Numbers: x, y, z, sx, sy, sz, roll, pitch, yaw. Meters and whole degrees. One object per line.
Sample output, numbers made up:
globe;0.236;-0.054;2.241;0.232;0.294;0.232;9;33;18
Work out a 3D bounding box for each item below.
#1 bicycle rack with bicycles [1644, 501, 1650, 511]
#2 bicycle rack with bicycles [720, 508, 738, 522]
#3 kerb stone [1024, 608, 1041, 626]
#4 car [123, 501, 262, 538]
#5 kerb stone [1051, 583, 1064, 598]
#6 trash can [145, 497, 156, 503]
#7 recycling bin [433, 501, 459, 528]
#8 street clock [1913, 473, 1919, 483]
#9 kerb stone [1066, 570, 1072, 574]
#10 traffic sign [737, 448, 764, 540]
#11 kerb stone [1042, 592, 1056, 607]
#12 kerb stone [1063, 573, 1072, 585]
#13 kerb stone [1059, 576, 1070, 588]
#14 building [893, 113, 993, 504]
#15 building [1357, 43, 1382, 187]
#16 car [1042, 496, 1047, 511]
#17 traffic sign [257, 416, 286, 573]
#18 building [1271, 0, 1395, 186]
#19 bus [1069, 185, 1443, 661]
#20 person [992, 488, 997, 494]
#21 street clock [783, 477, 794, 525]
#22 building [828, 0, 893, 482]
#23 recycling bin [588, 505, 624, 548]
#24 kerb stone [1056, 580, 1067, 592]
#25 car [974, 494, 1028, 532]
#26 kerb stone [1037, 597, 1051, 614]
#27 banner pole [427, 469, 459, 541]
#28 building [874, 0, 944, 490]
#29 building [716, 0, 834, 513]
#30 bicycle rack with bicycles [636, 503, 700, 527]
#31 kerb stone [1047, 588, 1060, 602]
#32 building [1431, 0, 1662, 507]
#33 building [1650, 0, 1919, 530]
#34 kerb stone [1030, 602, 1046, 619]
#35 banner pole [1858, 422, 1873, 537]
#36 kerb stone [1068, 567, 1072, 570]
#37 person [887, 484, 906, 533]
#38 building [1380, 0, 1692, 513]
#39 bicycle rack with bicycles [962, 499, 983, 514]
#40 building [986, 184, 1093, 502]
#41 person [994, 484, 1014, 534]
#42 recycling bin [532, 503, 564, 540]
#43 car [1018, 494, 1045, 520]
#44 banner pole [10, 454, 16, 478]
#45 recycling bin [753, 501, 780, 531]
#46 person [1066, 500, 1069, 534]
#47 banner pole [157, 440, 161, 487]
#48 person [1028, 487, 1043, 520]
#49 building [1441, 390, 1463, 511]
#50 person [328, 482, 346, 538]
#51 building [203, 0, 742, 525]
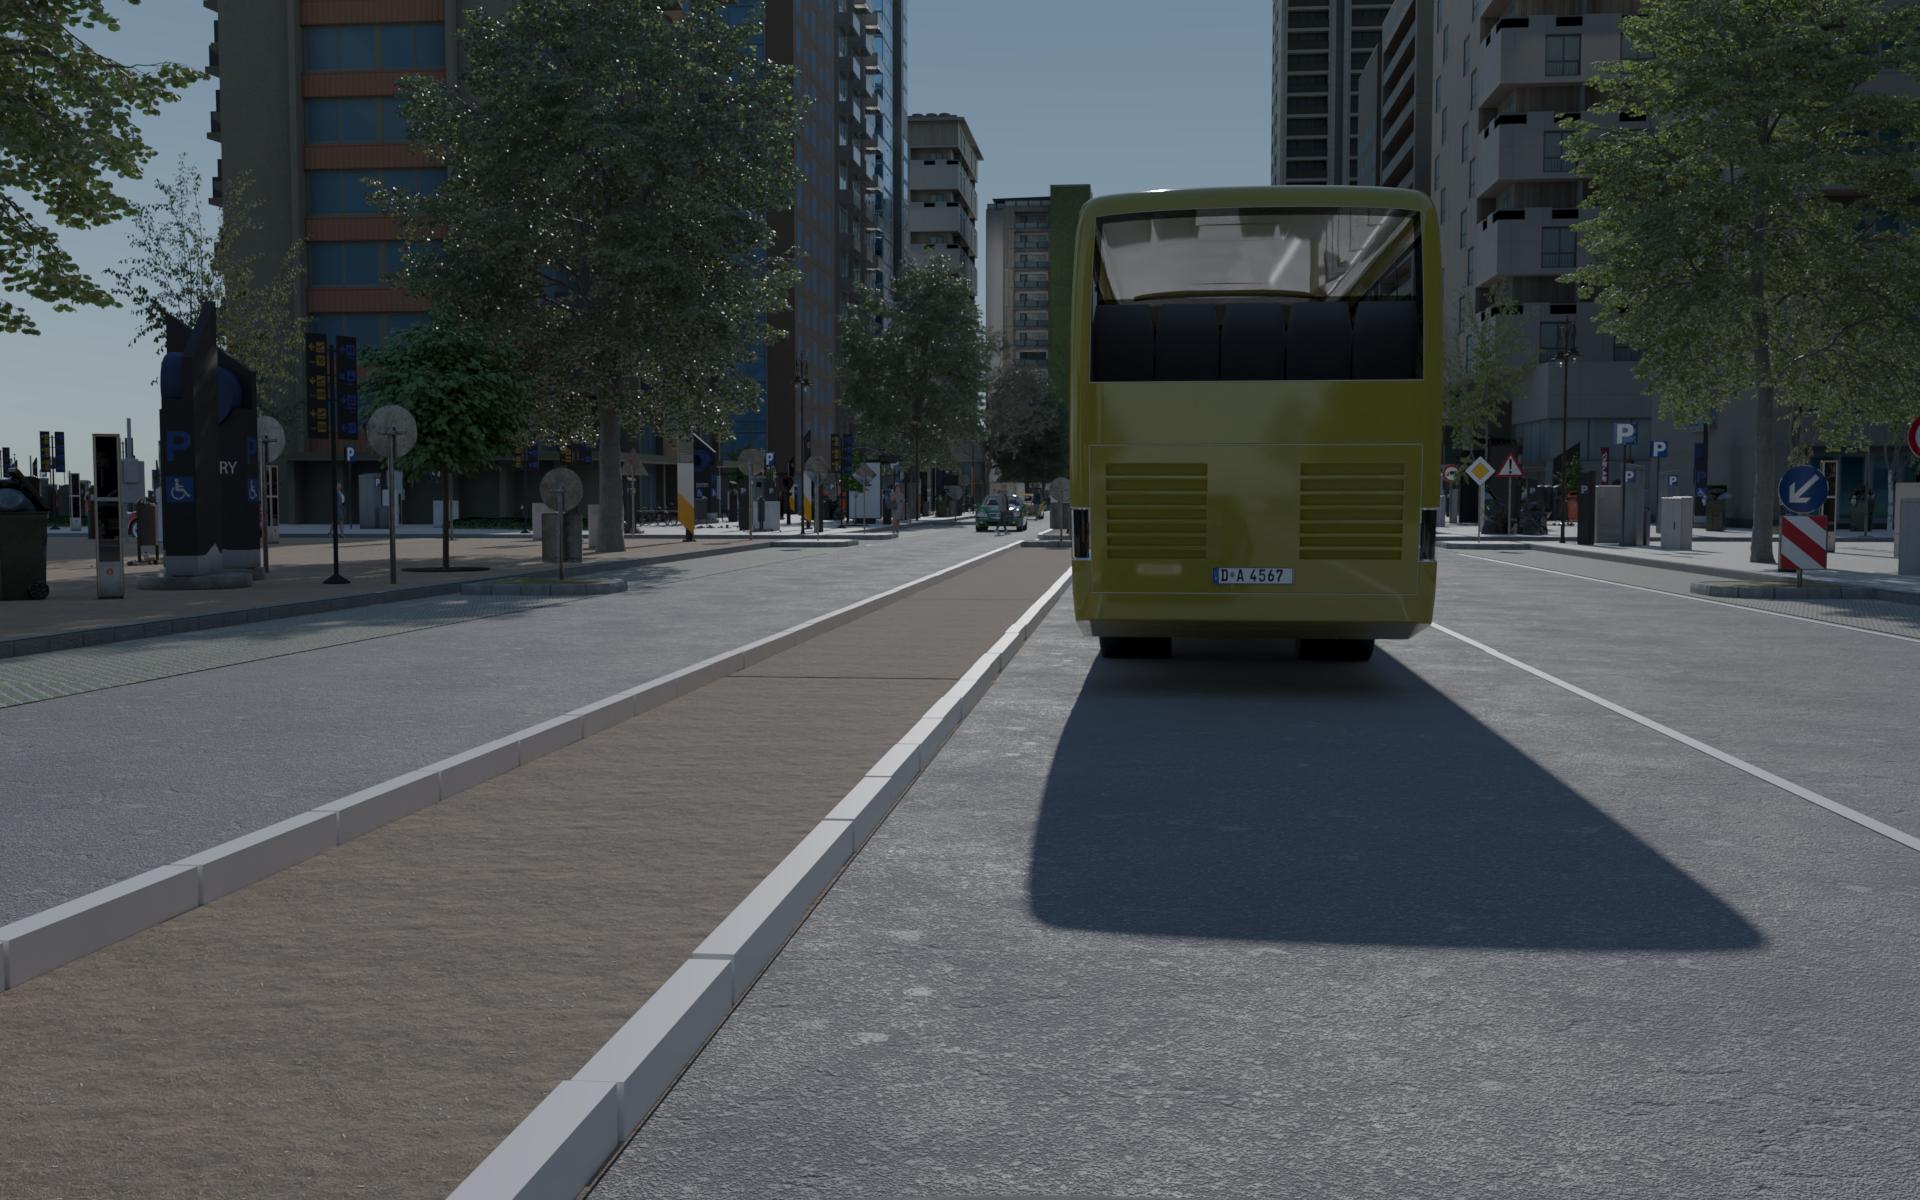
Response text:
bicycle rack with bicycles;35.920;-4.613;88.811;2.852;0.926;2.925;1;4;11
bicycle rack with bicycles;-9.937;-4.147;81.190;2.925;0.926;2.852;-1;4;-16
kerb stone;0.755;0.221;18.588;0.120;0.150;1.000;0;4;6
car;-23.610;-2.722;53.543;4.494;1.783;2.155;0;4;6
kerb stone;1.302;-0.091;23.689;0.120;0.150;1.000;0;4;6
trash can;-47.330;-5.489;101.395;0.748;1.137;0.748;0;3;0
recycling bin;-19.656;-3.283;66.231;0.722;1.027;0.722;1;4;9
street clock;32.103;-3.258;57.832;0.471;2.002;0.358;3;5;43
kerb stone;1.728;-0.342;27.780;0.120;0.150;1.000;0;4;6
traffic sign;-5.854;-2.953;48.393;0.768;2.556;0.104;1;4;10
kerb stone;1.080;0.035;21.648;0.120;0.150;1.000;0;4;6
kerb stone;1.621;-0.279;26.757;0.120;0.150;1.000;0;4;6
kerb stone;1.512;-0.217;25.741;0.120;0.150;1.000;0;4;6
building;-9.503;-39.814;240.202;27.495;52.752;28.713;0;4;6
building;46.612;-31.759;169.366;14.600;45.320;14.200;0;4;6
car;6.179;-7.923;142.124;1.945;1.354;3.894;0;4;7
traffic sign;-11.296;-1.713;28.117;0.768;2.556;0.104;1;4;12
building;52.209;-48.425;230.001;20.611;71.187;20.563;0;4;6
bus;2.744;-1.608;17.837;2.896;3.916;12.252;0;4;7
person;1.904;-5.246;94.945;0.731;1.740;0.598;3;4;37
street clock;-7.155;-4.141;72.268;0.471;2.002;0.358;0;4;-4
building;-18.677;-32.271;147.237;23.786;49.044;30.456;0;4;6
recycling bin;-8.496;-1.776;41.598;0.722;1.027;0.722;0;4;1
kerb stone;1.402;-0.153;24.719;0.120;0.150;1.000;0;4;6
car;1.645;-3.420;67.721;2.131;1.459;4.920;0;4;6
kerb stone;0.970;0.096;20.621;0.120;0.150;1.000;0;4;6
banner pole;-14.296;-3.533;47.783;0.863;3.779;0.401;-1;4;-11
building;-17.960;-53.374;185.338;31.000;86.520;22.319;0;4;6
building;-16.906;-28.761;120.359;14.600;45.320;14.200;0;4;6
bicycle rack with bicycles;-11.770;-3.381;68.655;2.925;0.926;2.852;-1;4;-19
kerb stone;1.191;-0.026;22.668;0.120;0.150;1.000;0;4;6
building;45.264;-31.727;107.974;28.713;52.752;27.495;0;4;6
building;40.533;-27.289;69.871;21.600;48.544;21.300;0;4;6
kerb stone;0.858;0.158;19.605;0.120;0.150;1.000;0;4;6
banner pole;27.092;-3.773;51.699;0.401;3.779;0.863;2;4;26
kerb stone;1.843;-0.404;28.796;0.120;0.150;1.000;0;4;6
person;-2.329;-3.314;63.045;0.716;1.782;0.532;-2;4;-30
building;48.860;-32.255;151.067;21.300;48.544;21.600;0;4;6
bicycle rack with bicycles;0.392;-6.400;118.018;2.852;0.926;2.925;-2;4;-35
building;10.662;-33.502;231.344;14.086;41.232;14.154;0;4;6
person;1.565;-3.249;61.804;0.728;1.800;0.709;2;4;28
recycling bin;-11.562;-2.210;48.685;0.722;1.027;0.722;0;4;4
car;3.832;-5.385;98.260;2.015;1.641;3.980;0;4;7
banner pole;-58.646;-7.166;107.174;0.863;3.779;0.401;1;4;13
recycling bin;-6.766;-2.937;60.569;0.722;1.027;0.722;1;4;22
person;3.942;-3.182;60.436;0.656;1.842;0.836;-2;4;-27
banner pole;-32.481;-4.944;70.849;0.863;3.779;0.401;2;4;25
person;4.115;-5.250;94.324;0.794;1.824;0.713;-2;4;-24
building;43.517;-22.143;133.743;14.160;30.474;14.107;0;4;6
person;-19.893;-2.864;55.351;0.654;1.822;0.581;2;4;25
building;-23.278;-26.281;84.316;22.147;44.769;28.867;0;4;6
